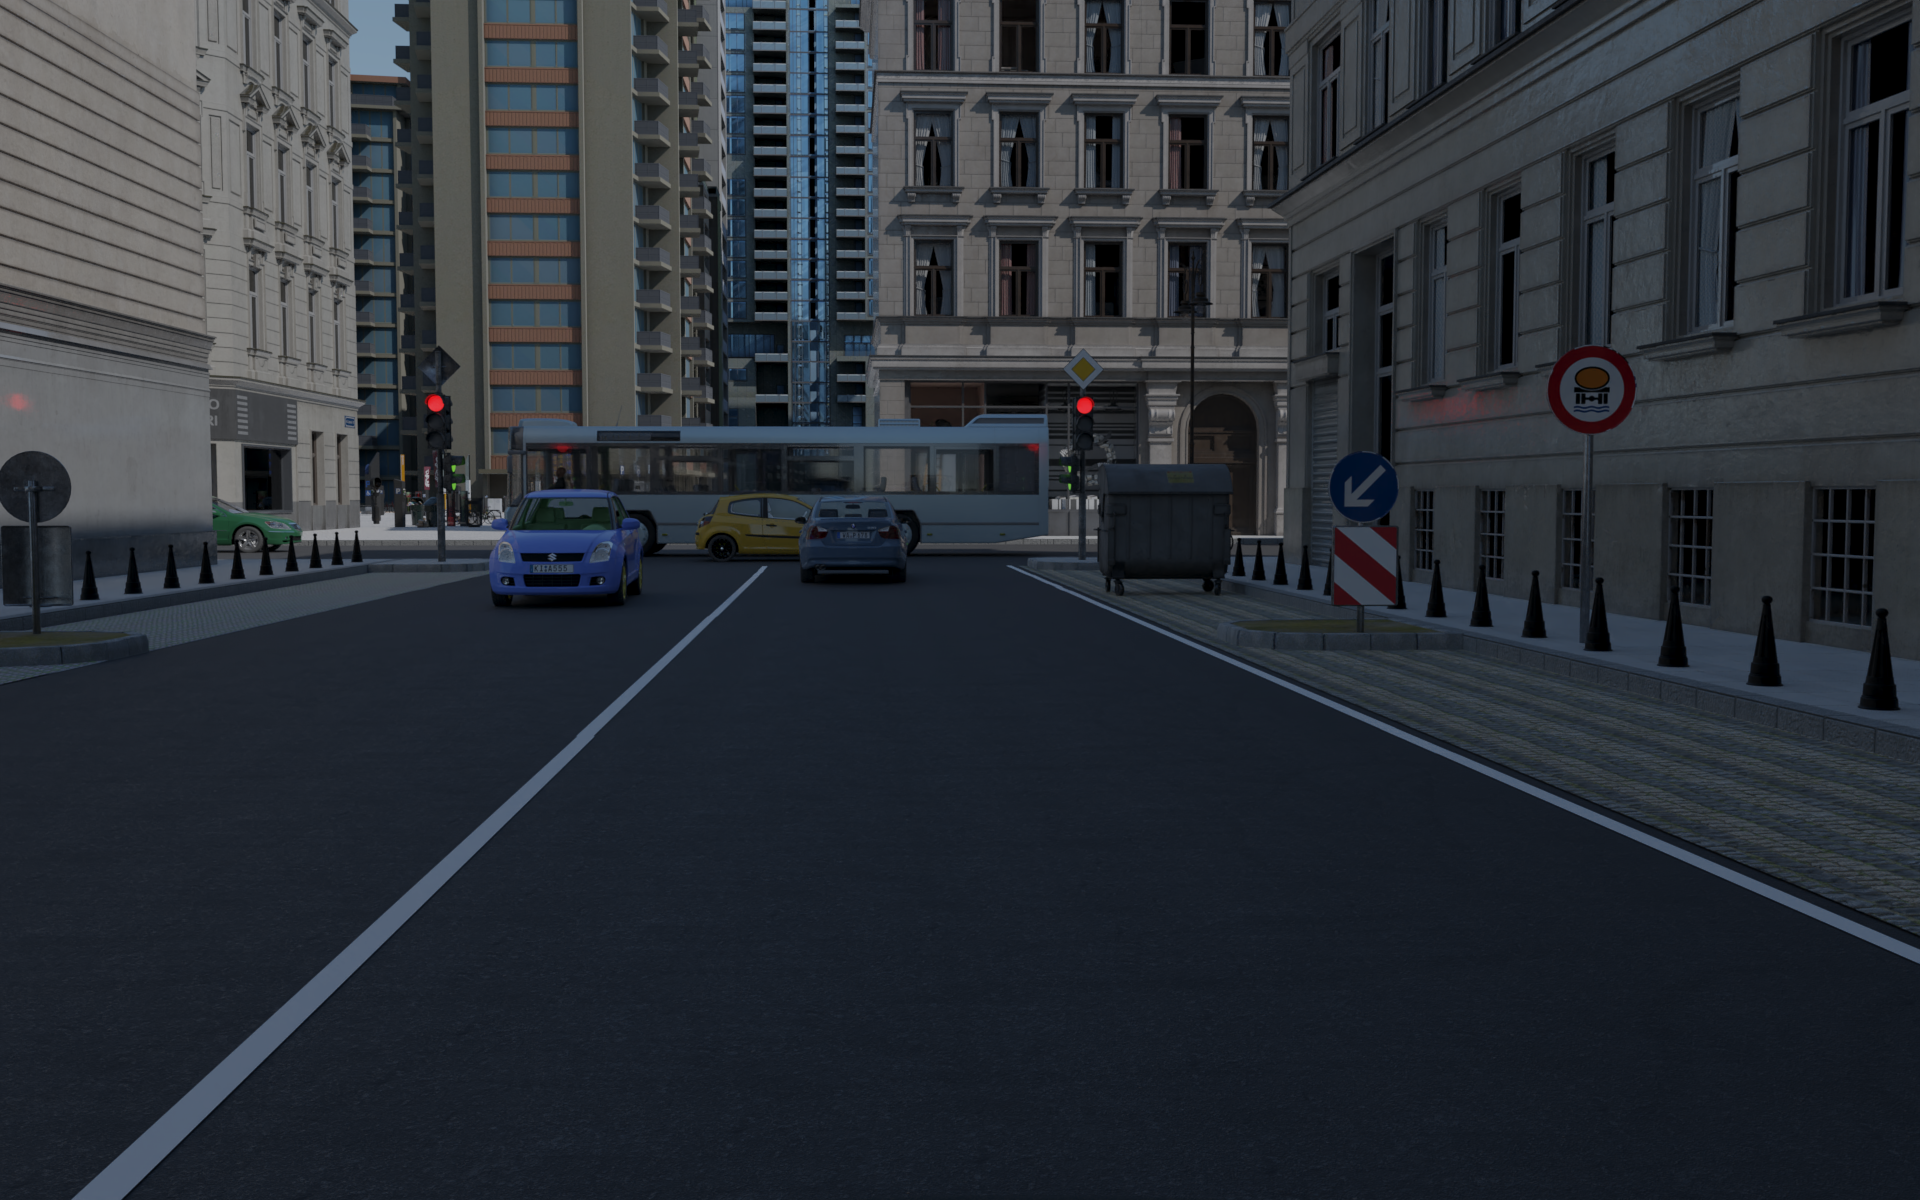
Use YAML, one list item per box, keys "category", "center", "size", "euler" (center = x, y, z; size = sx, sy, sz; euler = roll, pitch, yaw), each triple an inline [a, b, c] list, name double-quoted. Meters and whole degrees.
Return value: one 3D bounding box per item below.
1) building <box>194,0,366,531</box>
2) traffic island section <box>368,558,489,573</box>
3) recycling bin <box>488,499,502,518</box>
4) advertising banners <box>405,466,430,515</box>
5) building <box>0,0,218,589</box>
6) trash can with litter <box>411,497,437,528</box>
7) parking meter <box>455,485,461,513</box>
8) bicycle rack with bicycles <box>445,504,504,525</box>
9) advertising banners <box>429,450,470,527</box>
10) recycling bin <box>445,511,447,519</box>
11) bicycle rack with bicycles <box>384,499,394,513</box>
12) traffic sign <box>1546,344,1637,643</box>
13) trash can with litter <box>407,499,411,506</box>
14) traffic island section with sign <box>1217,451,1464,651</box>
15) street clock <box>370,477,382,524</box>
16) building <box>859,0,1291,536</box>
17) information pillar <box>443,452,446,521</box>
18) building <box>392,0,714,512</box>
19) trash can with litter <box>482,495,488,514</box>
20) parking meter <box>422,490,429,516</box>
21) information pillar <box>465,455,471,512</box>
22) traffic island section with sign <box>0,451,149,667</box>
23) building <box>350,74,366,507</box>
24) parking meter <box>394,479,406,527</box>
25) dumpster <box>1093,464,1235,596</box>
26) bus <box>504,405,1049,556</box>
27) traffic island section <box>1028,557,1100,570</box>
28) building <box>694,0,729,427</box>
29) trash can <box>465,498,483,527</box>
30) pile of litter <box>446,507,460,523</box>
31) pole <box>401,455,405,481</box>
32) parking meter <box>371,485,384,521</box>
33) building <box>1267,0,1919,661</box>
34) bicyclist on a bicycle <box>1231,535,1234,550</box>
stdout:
- category: "building"
  center: [-43.880, -17.118, 56.300]
  size: [44.131, 29.872, 17.030]
  euler: [0, 4, -4]
- category: "traffic island section"
  center: [-9.862, -0.650, 32.905]
  size: [2.009, 0.180, 2.903]
  euler: [0, 4, -4]
- category: "recycling bin"
  center: [-25.507, -5.041, 94.975]
  size: [0.722, 1.027, 0.722]
  euler: [-1, 4, -12]
- category: "advertising banners"
  center: [-34.139, -6.902, 109.027]
  size: [0.090, 3.025, 2.074]
  euler: [2, 4, 35]
- category: "building"
  center: [-22.106, -10.794, 25.640]
  size: [18.267, 20.994, 9.793]
  euler: [0, 4, -4]
- category: "trash can with litter"
  center: [-20.328, -3.359, 66.308]
  size: [0.624, 1.170, 1.055]
  euler: [1, 4, 21]
- category: "parking meter"
  center: [-33.994, -6.830, 117.387]
  size: [0.255, 1.863, 0.399]
  euler: [1, 4, 19]
- category: "bicycle rack with bicycles"
  center: [-20.565, -3.649, 73.051]
  size: [2.925, 0.926, 2.852]
  euler: [1, 4, 19]
- category: "advertising banners"
  center: [-20.167, -4.430, 68.613]
  size: [2.074, 3.025, 0.090]
  euler: [2, 4, 33]
- category: "recycling bin"
  center: [-25.325, -4.381, 84.189]
  size: [0.722, 1.027, 0.722]
  euler: [0, 4, 2]
- category: "bicycle rack with bicycles"
  center: [-37.414, -6.358, 117.333]
  size: [2.925, 0.926, 2.852]
  euler: [3, 5, 40]
- category: "traffic sign"
  center: [5.376, -0.901, 14.837]
  size: [0.768, 2.556, 0.104]
  euler: [0, 4, 0]
- category: "trash can with litter"
  center: [-22.128, -3.624, 70.644]
  size: [0.624, 1.170, 1.055]
  euler: [0, 4, -5]
- category: "traffic island section with sign"
  center: [3.558, -0.494, 16.706]
  size: [1.989, 1.847, 2.006]
  euler: [0, 4, -4]
- category: "street clock"
  center: [-24.922, -4.241, 73.907]
  size: [0.358, 2.002, 0.471]
  euler: [2, 4, 29]
- category: "building"
  center: [-1.430, -12.538, 55.907]
  size: [40.483, 20.767, 10.553]
  euler: [0, 4, -4]
- category: "information pillar"
  center: [-24.547, -5.562, 82.288]
  size: [0.183, 3.616, 0.504]
  euler: [-2, 4, -31]
- category: "building"
  center: [-30.717, -29.283, 133.404]
  size: [22.147, 44.769, 28.867]
  euler: [0, 4, -4]
- category: "trash can with litter"
  center: [-30.238, -6.114, 111.018]
  size: [1.678, 1.210, 2.233]
  euler: [0, 4, -3]
- category: "parking meter"
  center: [-31.060, -5.643, 100.679]
  size: [0.372, 1.533, 0.369]
  euler: [0, 3, 0]
- category: "information pillar"
  center: [-29.203, -6.818, 102.832]
  size: [0.183, 3.616, 0.504]
  euler: [-3, 5, -40]
- category: "traffic island section with sign"
  center: [-8.326, -0.399, 15.152]
  size: [1.989, 1.847, 2.006]
  euler: [0, 4, -4]
- category: "building"
  center: [-67.523, -31.903, 176.240]
  size: [28.867, 44.769, 22.147]
  euler: [0, 4, -4]
- category: "parking meter"
  center: [-21.630, -3.743, 66.904]
  size: [0.399, 1.863, 0.255]
  euler: [0, 4, 7]
- category: "dumpster"
  center: [2.892, -1.009, 24.711]
  size: [1.865, 1.857, 1.264]
  euler: [0, 4, -3]
- category: "bus"
  center: [-4.633, -2.794, 40.535]
  size: [13.247, 3.499, 2.948]
  euler: [0, 4, -2]
- category: "traffic island section"
  center: [2.402, -0.700, 33.731]
  size: [2.009, 0.180, 2.903]
  euler: [0, 4, -4]
- category: "building"
  center: [-38.318, -38.898, 177.976]
  size: [28.212, 58.520, 21.231]
  euler: [0, 4, -4]
- category: "trash can"
  center: [-18.759, -3.377, 66.861]
  size: [0.748, 1.137, 0.748]
  euler: [0, 3, 0]
- category: "pile of litter"
  center: [-22.787, -3.941, 78.403]
  size: [1.176, 0.858, 1.719]
  euler: [-1, 4, -18]
- category: "pole"
  center: [-28.870, -5.866, 89.758]
  size: [0.158, 3.312, 0.155]
  euler: [0, 3, 0]
- category: "parking meter"
  center: [-27.730, -4.679, 82.211]
  size: [0.255, 1.863, 0.399]
  euler: [2, 4, 34]
- category: "building"
  center: [14.267, -11.304, 18.097]
  size: [16.112, 22.955, 30.059]
  euler: [0, 4, -4]
- category: "bicyclist on a bicycle"
  center: [5.595, -1.854, 40.339]
  size: [1.625, 1.676, 1.499]
  euler: [0, 4, -5]
